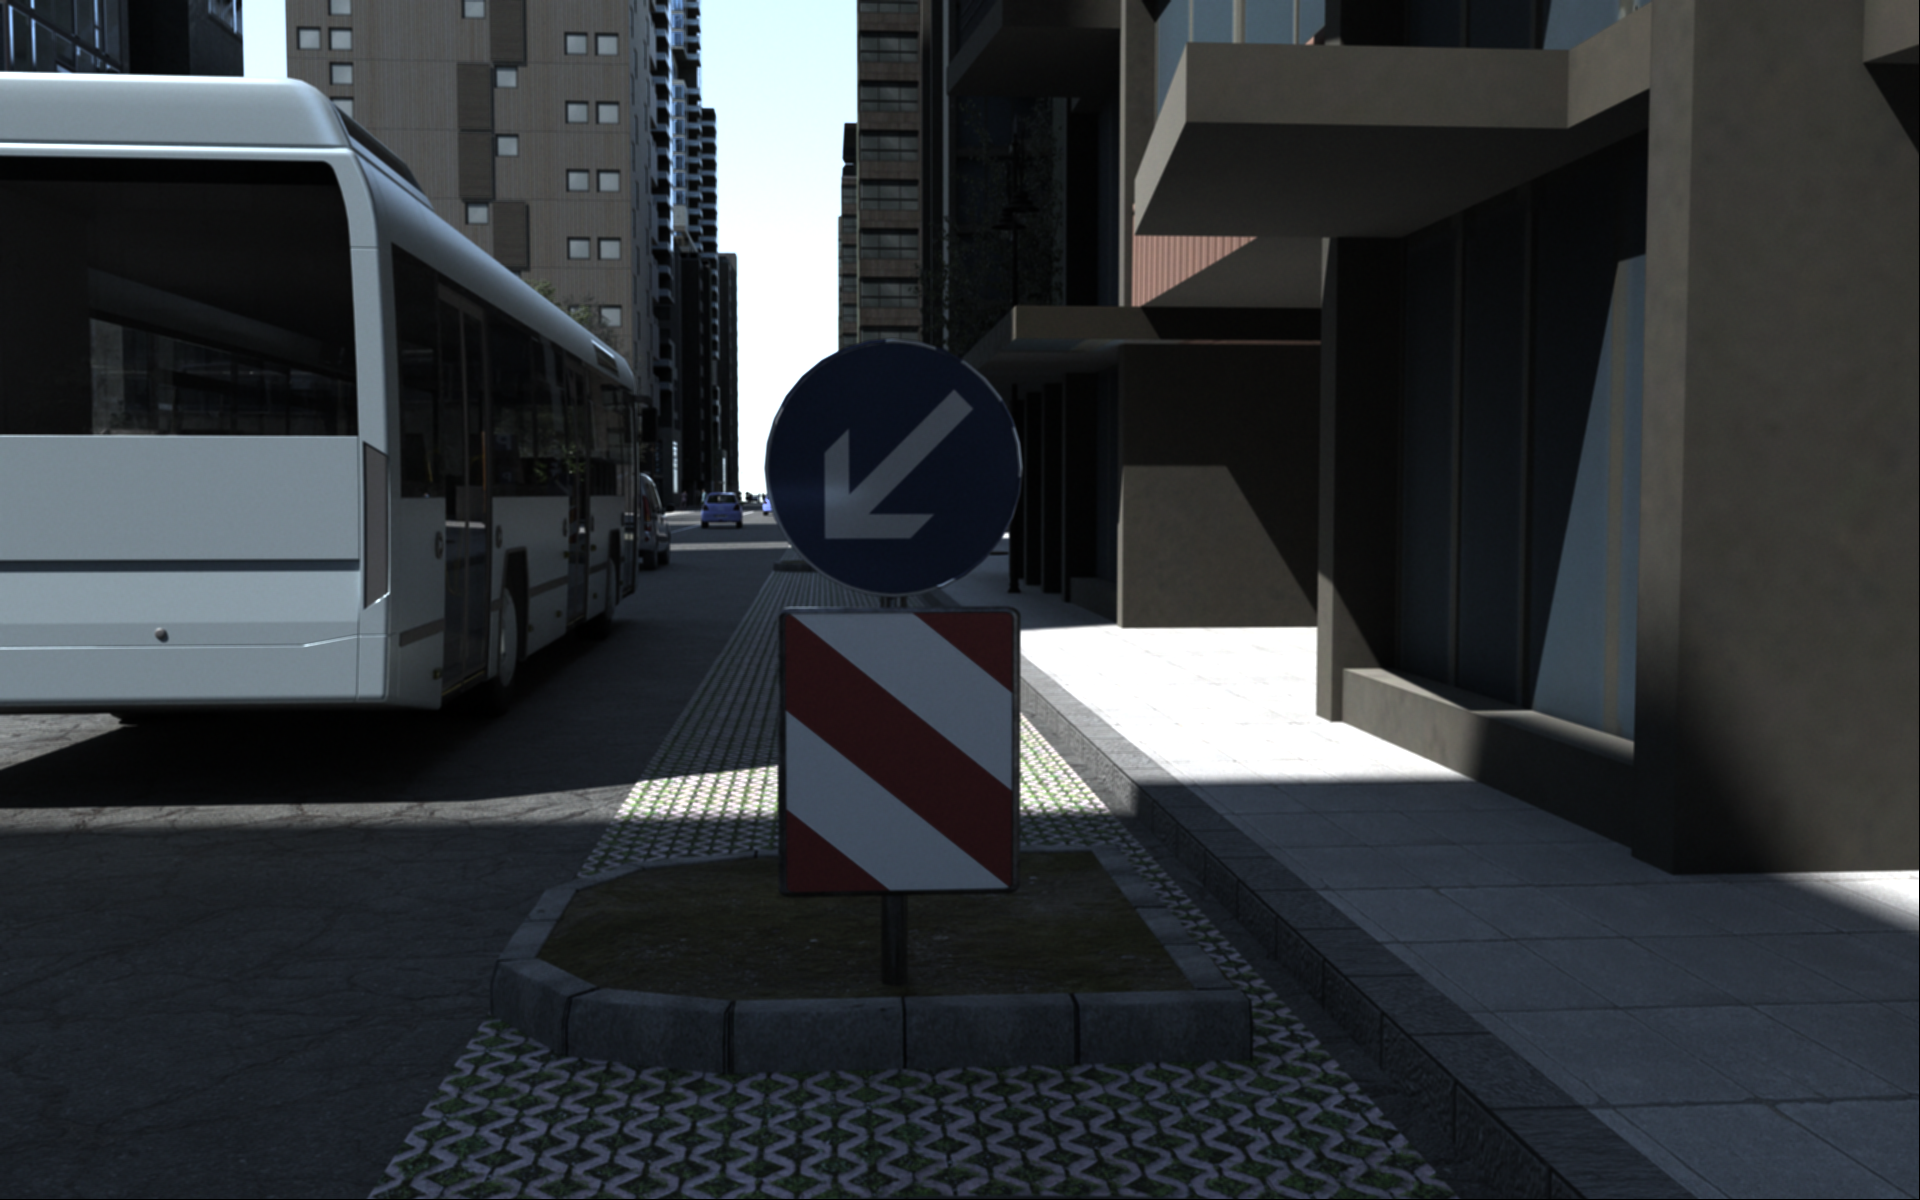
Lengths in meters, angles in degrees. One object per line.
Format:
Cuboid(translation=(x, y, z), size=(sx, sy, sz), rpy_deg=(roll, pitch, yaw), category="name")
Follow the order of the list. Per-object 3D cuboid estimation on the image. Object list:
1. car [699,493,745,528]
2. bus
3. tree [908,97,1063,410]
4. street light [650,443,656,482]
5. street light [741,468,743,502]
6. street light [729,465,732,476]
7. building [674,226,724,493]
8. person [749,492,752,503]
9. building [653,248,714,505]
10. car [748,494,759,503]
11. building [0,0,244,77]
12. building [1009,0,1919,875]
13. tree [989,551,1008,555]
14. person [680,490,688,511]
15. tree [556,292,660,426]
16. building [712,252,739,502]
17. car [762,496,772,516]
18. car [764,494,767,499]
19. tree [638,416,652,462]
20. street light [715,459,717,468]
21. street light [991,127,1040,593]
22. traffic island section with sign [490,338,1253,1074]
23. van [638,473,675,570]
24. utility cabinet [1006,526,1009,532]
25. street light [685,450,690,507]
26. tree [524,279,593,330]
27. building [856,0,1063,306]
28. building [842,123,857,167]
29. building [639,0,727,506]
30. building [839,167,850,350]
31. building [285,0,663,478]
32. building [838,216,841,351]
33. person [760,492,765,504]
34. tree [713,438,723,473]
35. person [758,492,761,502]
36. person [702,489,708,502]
Cuboid(translation=(-10.125, -3.922, 73.723), size=(1.945, 1.707, 3.694), rpy_deg=(0, 4, -6), category="car")
Cuboid(translation=(-4.437, -1.183, 14.199), size=(2.948, 3.499, 13.247), rpy_deg=(0, 4, -5), category="bus")
Cuboid(translation=(0.961, -4.970, 31.620), size=(4.360, 8.622, 3.978), rpy_deg=(0, 3, 0), category="tree")
Cuboid(translation=(-24.990, -10.304, 141.264), size=(0.468, 5.910, 1.993), rpy_deg=(0, 4, -5), category="street light")
Cuboid(translation=(-37.235, -19.746, 295.626), size=(0.468, 5.910, 1.993), rpy_deg=(0, 4, -5), category="street light")
Cuboid(translation=(-34.418, -17.574, 260.129), size=(0.468, 5.910, 1.993), rpy_deg=(0, 4, -5), category="street light")
Cuboid(translation=(-48.509, -33.149, 233.863), size=(32.217, 40.220, 23.993), rpy_deg=(0, 4, -5), category="building")
Cuboid(translation=(-32.389, -15.824, 268.146), size=(0.541, 1.710, 0.530), rpy_deg=(0, 4, -2), category="person")
Cuboid(translation=(-36.642, -26.454, 204.216), size=(14.160, 30.474, 14.107), rpy_deg=(0, 4, -5), category="building")
Cuboid(translation=(-34.616, -17.029, 290.428), size=(2.014, 1.417, 4.499), rpy_deg=(0, 4, -5), category="car")
Cuboid(translation=(-33.342, -44.801, 45.166), size=(31.000, 86.520, 22.319), rpy_deg=(0, 4, -5), category="building")
Cuboid(translation=(11.332, -21.950, 13.501), size=(22.147, 44.769, 28.867), rpy_deg=(0, 4, -5), category="building")
Cuboid(translation=(0.647, -2.586, 36.879), size=(1.663, 3.219, 1.824), rpy_deg=(0, 3, 0), category="tree")
Cuboid(translation=(-23.016, -8.281, 144.343), size=(0.683, 1.767, 0.568), rpy_deg=(-1, 4, -14), category="person")
Cuboid(translation=(-23.284, -11.869, 104.435), size=(12.009, 13.543, 11.850), rpy_deg=(0, 3, 0), category="tree")
Cuboid(translation=(-43.854, -36.772, 284.819), size=(14.154, 41.232, 14.086), rpy_deg=(0, 4, -5), category="building")
Cuboid(translation=(-12.386, -6.564, 116.907), size=(1.945, 1.707, 3.694), rpy_deg=(0, 4, -4), category="car")
Cuboid(translation=(-29.018, -15.632, 264.627), size=(2.155, 1.783, 4.494), rpy_deg=(0, 4, -5), category="car")
Cuboid(translation=(-24.295, -10.678, 124.948), size=(4.360, 8.622, 3.978), rpy_deg=(0, 3, 0), category="tree")
Cuboid(translation=(-31.695, -15.416, 224.838), size=(0.468, 5.910, 1.993), rpy_deg=(0, 4, -5), category="street light")
Cuboid(translation=(0.705, -3.032, 22.357), size=(0.468, 5.910, 1.993), rpy_deg=(0, 4, -5), category="street light")
Cuboid(translation=(-0.331, 0.209, 5.213), size=(1.989, 1.847, 2.006), rpy_deg=(0, 4, -5), category="traffic island section with sign")
Cuboid(translation=(-6.681, -1.660, 34.145), size=(2.013, 2.044, 4.112), rpy_deg=(0, 4, -4), category="van")
Cuboid(translation=(1.528, -3.008, 57.857), size=(1.173, 1.500, 0.318), rpy_deg=(1, 4, 20), category="utility cabinet")
Cuboid(translation=(-27.860, -12.479, 176.820), size=(0.468, 5.910, 1.993), rpy_deg=(0, 4, -5), category="street light")
Cuboid(translation=(-22.456, -10.645, 92.165), size=(7.486, 12.596, 7.792), rpy_deg=(0, 3, 0), category="tree")
Cuboid(translation=(1.206, -19.919, 97.381), size=(14.160, 30.474, 14.107), rpy_deg=(0, 4, -5), category="building")
Cuboid(translation=(-2.694, -33.525, 202.754), size=(22.147, 44.769, 28.867), rpy_deg=(0, 4, -5), category="building")
Cuboid(translation=(-46.356, -57.976, 260.585), size=(22.319, 86.520, 31.000), rpy_deg=(0, 4, -5), category="building")
Cuboid(translation=(-3.673, -23.519, 156.239), size=(14.160, 30.474, 14.107), rpy_deg=(0, 4, -5), category="building")
Cuboid(translation=(-40.931, -34.379, 151.331), size=(28.713, 52.752, 27.495), rpy_deg=(0, 4, -5), category="building")
Cuboid(translation=(-11.010, -35.045, 256.571), size=(14.154, 41.232, 14.086), rpy_deg=(0, 4, -5), category="building")
Cuboid(translation=(-29.615, -15.311, 259.366), size=(0.750, 1.759, 0.617), rpy_deg=(-2, 4, -32), category="person")
Cuboid(translation=(-31.513, -16.256, 216.152), size=(4.737, 8.622, 4.395), rpy_deg=(0, 3, 0), category="tree")
Cuboid(translation=(-34.476, -17.637, 296.731), size=(0.599, 1.838, 0.709), rpy_deg=(1, 4, 10), category="person")
Cuboid(translation=(-18.566, -7.207, 126.352), size=(0.620, 1.820, 0.660), rpy_deg=(1, 4, 16), category="person")
